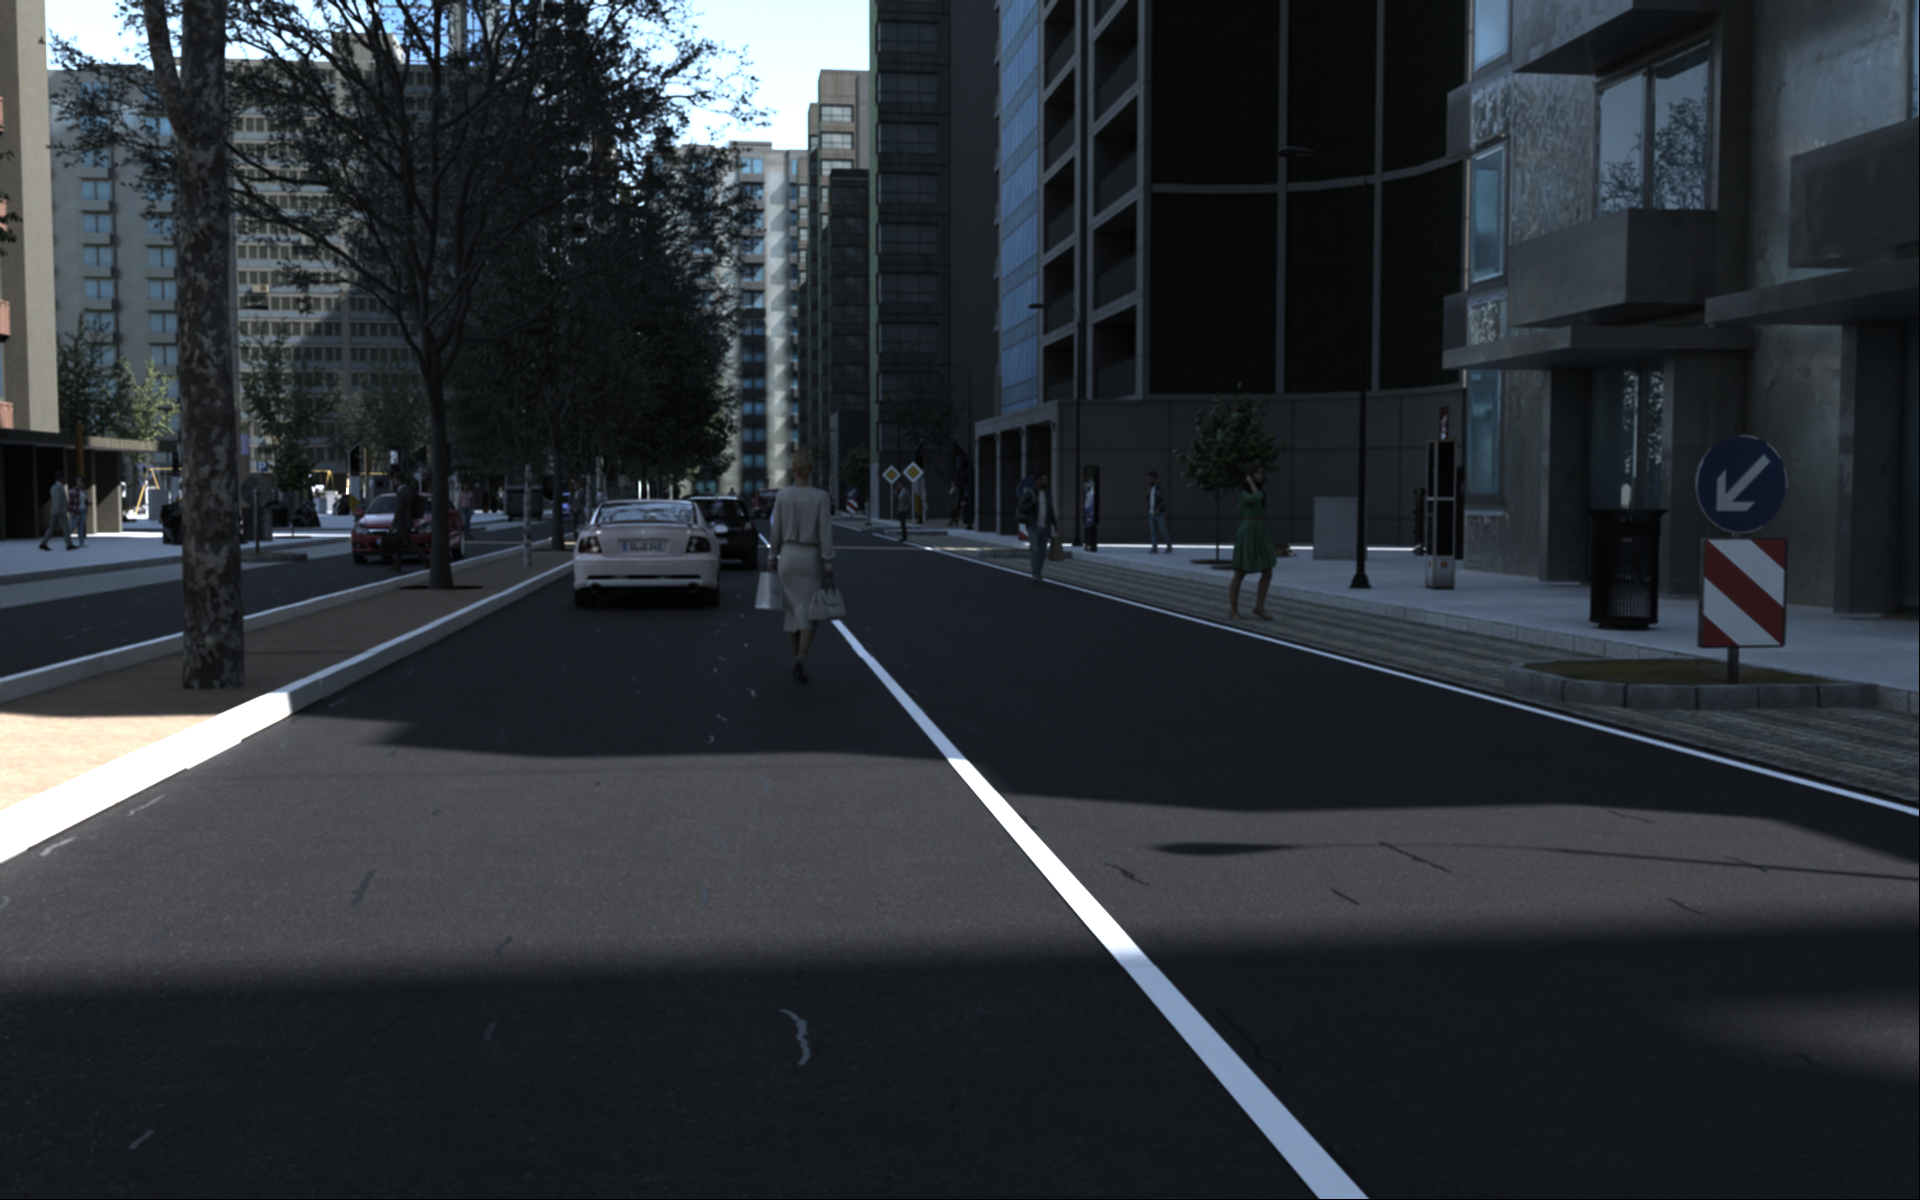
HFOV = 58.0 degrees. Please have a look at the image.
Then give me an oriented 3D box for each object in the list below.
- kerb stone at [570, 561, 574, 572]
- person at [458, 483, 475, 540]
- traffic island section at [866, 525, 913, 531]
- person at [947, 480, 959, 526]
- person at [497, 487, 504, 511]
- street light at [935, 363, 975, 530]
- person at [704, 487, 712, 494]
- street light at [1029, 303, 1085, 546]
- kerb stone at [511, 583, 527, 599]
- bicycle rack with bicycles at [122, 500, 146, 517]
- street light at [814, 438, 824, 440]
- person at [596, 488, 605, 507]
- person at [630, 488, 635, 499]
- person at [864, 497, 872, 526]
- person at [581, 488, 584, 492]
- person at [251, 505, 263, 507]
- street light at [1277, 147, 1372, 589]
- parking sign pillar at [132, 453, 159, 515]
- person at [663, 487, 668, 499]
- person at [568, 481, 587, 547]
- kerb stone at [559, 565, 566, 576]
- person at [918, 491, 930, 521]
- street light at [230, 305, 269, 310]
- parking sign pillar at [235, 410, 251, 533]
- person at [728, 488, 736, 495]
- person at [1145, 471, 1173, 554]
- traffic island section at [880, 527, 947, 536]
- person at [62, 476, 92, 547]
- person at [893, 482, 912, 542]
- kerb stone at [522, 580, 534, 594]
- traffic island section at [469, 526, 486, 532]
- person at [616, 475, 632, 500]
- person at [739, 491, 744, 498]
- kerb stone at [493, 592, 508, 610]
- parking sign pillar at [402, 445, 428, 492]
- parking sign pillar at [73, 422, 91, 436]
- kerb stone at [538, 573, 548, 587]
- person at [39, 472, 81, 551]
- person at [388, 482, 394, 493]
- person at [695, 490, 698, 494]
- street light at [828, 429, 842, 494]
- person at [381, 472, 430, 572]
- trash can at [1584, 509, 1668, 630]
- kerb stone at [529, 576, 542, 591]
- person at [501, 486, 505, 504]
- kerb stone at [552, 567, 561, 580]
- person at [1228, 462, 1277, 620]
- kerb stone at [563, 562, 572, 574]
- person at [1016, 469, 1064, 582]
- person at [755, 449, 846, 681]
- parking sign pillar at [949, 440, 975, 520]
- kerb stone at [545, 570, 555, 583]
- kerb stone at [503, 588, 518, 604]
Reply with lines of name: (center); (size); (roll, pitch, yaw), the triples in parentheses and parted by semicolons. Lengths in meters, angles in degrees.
kerb stone: (-7.206, -0.592, 31.875); (0.120, 0.150, 1.000); (0, 4, -8)
person: (-15.415, -2.782, 53.996); (0.555, 1.821, 0.388); (-3, 4, -36)
traffic island section: (-2.687, -2.870, 69.197); (2.009, 0.180, 2.903); (0, 4, -8)
person: (-0.244, -3.838, 68.757); (0.622, 1.834, 0.822); (3, 5, 44)
person: (-33.722, -7.390, 127.265); (0.661, 1.777, 0.834); (-1, 4, -17)
street light: (-0.189, -5.432, 61.351); (1.470, 5.913, 1.316); (0, 4, -8)
person: (-15.523, -6.010, 106.610); (0.661, 1.843, 0.795); (0, 4, 2)
street light: (2.360, -4.272, 42.383); (1.470, 5.913, 1.316); (0, 4, -8)
kerb stone: (-6.096, -0.095, 23.743); (0.120, 0.150, 1.000); (0, 4, -8)
bicycle rack with bicycles: (-47.102, -5.209, 98.553); (2.852, 0.926, 2.925); (0, 4, -4)
street light: (-11.462, -10.470, 143.731); (1.470, 5.913, 1.316); (0, 4, -8)
person: (-20.646, -5.540, 99.309); (0.478, 1.798, 0.641); (2, 4, 34)
person: (-15.835, -4.605, 83.649); (0.748, 1.841, 0.638); (1, 4, 20)
person: (-4.125, -3.999, 78.169); (0.394, 1.301, 0.425); (0, 4, 1)
person: (-25.603, -6.675, 117.521); (0.514, 1.842, 0.818); (-1, 4, -12)
person: (-23.832, -3.200, 58.543); (0.537, 1.800, 0.526); (2, 4, 33)
street light: (4.933, -3.112, 23.419); (1.470, 5.913, 1.316); (0, 4, -8)
parking sign pillar: (-54.785, -7.815, 116.252); (1.447, 3.967, 1.447); (3, 4, 37)
person: (-17.312, -5.687, 101.256); (0.755, 1.850, 0.659); (1, 4, 15)
person: (-10.234, -2.300, 46.381); (0.520, 1.790, 0.573); (-1, 4, -16)
kerb stone: (-6.938, -0.468, 29.847); (0.120, 0.150, 1.000); (0, 4, -8)
person: (-1.685, -4.636, 82.200); (0.624, 1.780, 0.694); (0, 4, -3)
street light: (-17.646, -4.282, 42.548); (1.470, 5.913, 1.316); (0, 4, -8)
parking sign pillar: (-23.451, -4.134, 56.071); (1.447, 3.967, 1.447); (-3, 5, -44)
person: (-14.865, -6.366, 112.492); (0.836, 1.842, 0.656); (2, 4, 35)
person: (4.243, -1.893, 37.338); (0.623, 1.781, 0.721); (3, 5, 45)
traffic island section: (-1.610, -2.386, 61.285); (2.009, 0.180, 2.903); (0, 4, -8)
person: (-21.291, -2.134, 41.779); (0.643, 1.720, 0.563); (1, 4, 17)
person: (-1.720, -2.640, 51.842); (0.473, 1.802, 0.592); (-1, 4, -20)
kerb stone: (-6.241, -0.157, 24.760); (0.120, 0.150, 1.000); (0, 4, -8)
traffic island section: (-19.475, -2.731, 66.925); (2.009, 0.180, 2.903); (0, 4, -8)
person: (-6.484, -1.494, 33.117); (0.526, 1.800, 0.537); (0, 4, -2)
person: (-24.832, -11.520, 197.578); (1.217, 1.743, 0.721); (-3, 5, -43)
kerb stone: (-5.821, 0.030, 21.708); (0.120, 0.150, 1.000); (0, 4, -8)
parking sign pillar: (-29.897, -6.520, 95.079); (1.447, 3.967, 1.447); (0, 3, 0)
parking sign pillar: (-32.748, -4.675, 64.903); (1.447, 3.967, 1.447); (1, 4, 20)
kerb stone: (-6.522, -0.281, 26.787); (0.120, 0.150, 1.000); (0, 4, -8)
person: (-20.514, -2.024, 39.406); (0.850, 1.792, 0.678); (-3, 5, -45)
person: (-23.223, -3.907, 70.122); (0.606, 1.804, 0.583); (-3, 5, -40)
person: (-24.081, -9.183, 158.671); (0.705, 1.821, 1.348); (1, 4, 14)
street light: (-8.794, -9.292, 124.467); (1.470, 5.913, 1.316); (0, 4, -8)
person: (-10.230, -1.438, 31.968); (0.822, 1.834, 0.622); (0, 4, -2)
trash can: (6.328, -0.296, 16.488); (0.748, 1.137, 0.748); (0, 3, 0)
kerb stone: (-6.379, -0.219, 25.773); (0.120, 0.150, 1.000); (0, 4, -8)
person: (-30.992, -6.847, 118.003); (0.555, 1.821, 0.388); (-2, 4, -29)
kerb stone: (-6.790, -0.404, 28.831); (0.120, 0.150, 1.000); (0, 4, -8)
person: (3.297, -0.662, 19.579); (0.529, 1.795, 0.600); (2, 4, 35)
kerb stone: (-7.070, -0.530, 30.860); (0.120, 0.150, 1.000); (0, 4, -8)
person: (1.310, -1.178, 27.752); (0.794, 1.824, 0.713); (-1, 4, -13)
person: (-1.260, -0.276, 13.370); (0.694, 1.780, 0.624); (2, 4, 23)
parking sign pillar: (0.155, -6.047, 87.340); (1.447, 3.967, 1.447); (3, 5, 39)
kerb stone: (-6.656, -0.343, 27.813); (0.120, 0.150, 1.000); (0, 4, -8)
kerb stone: (-5.959, -0.024, 22.725); (0.120, 0.150, 1.000); (0, 4, -8)
